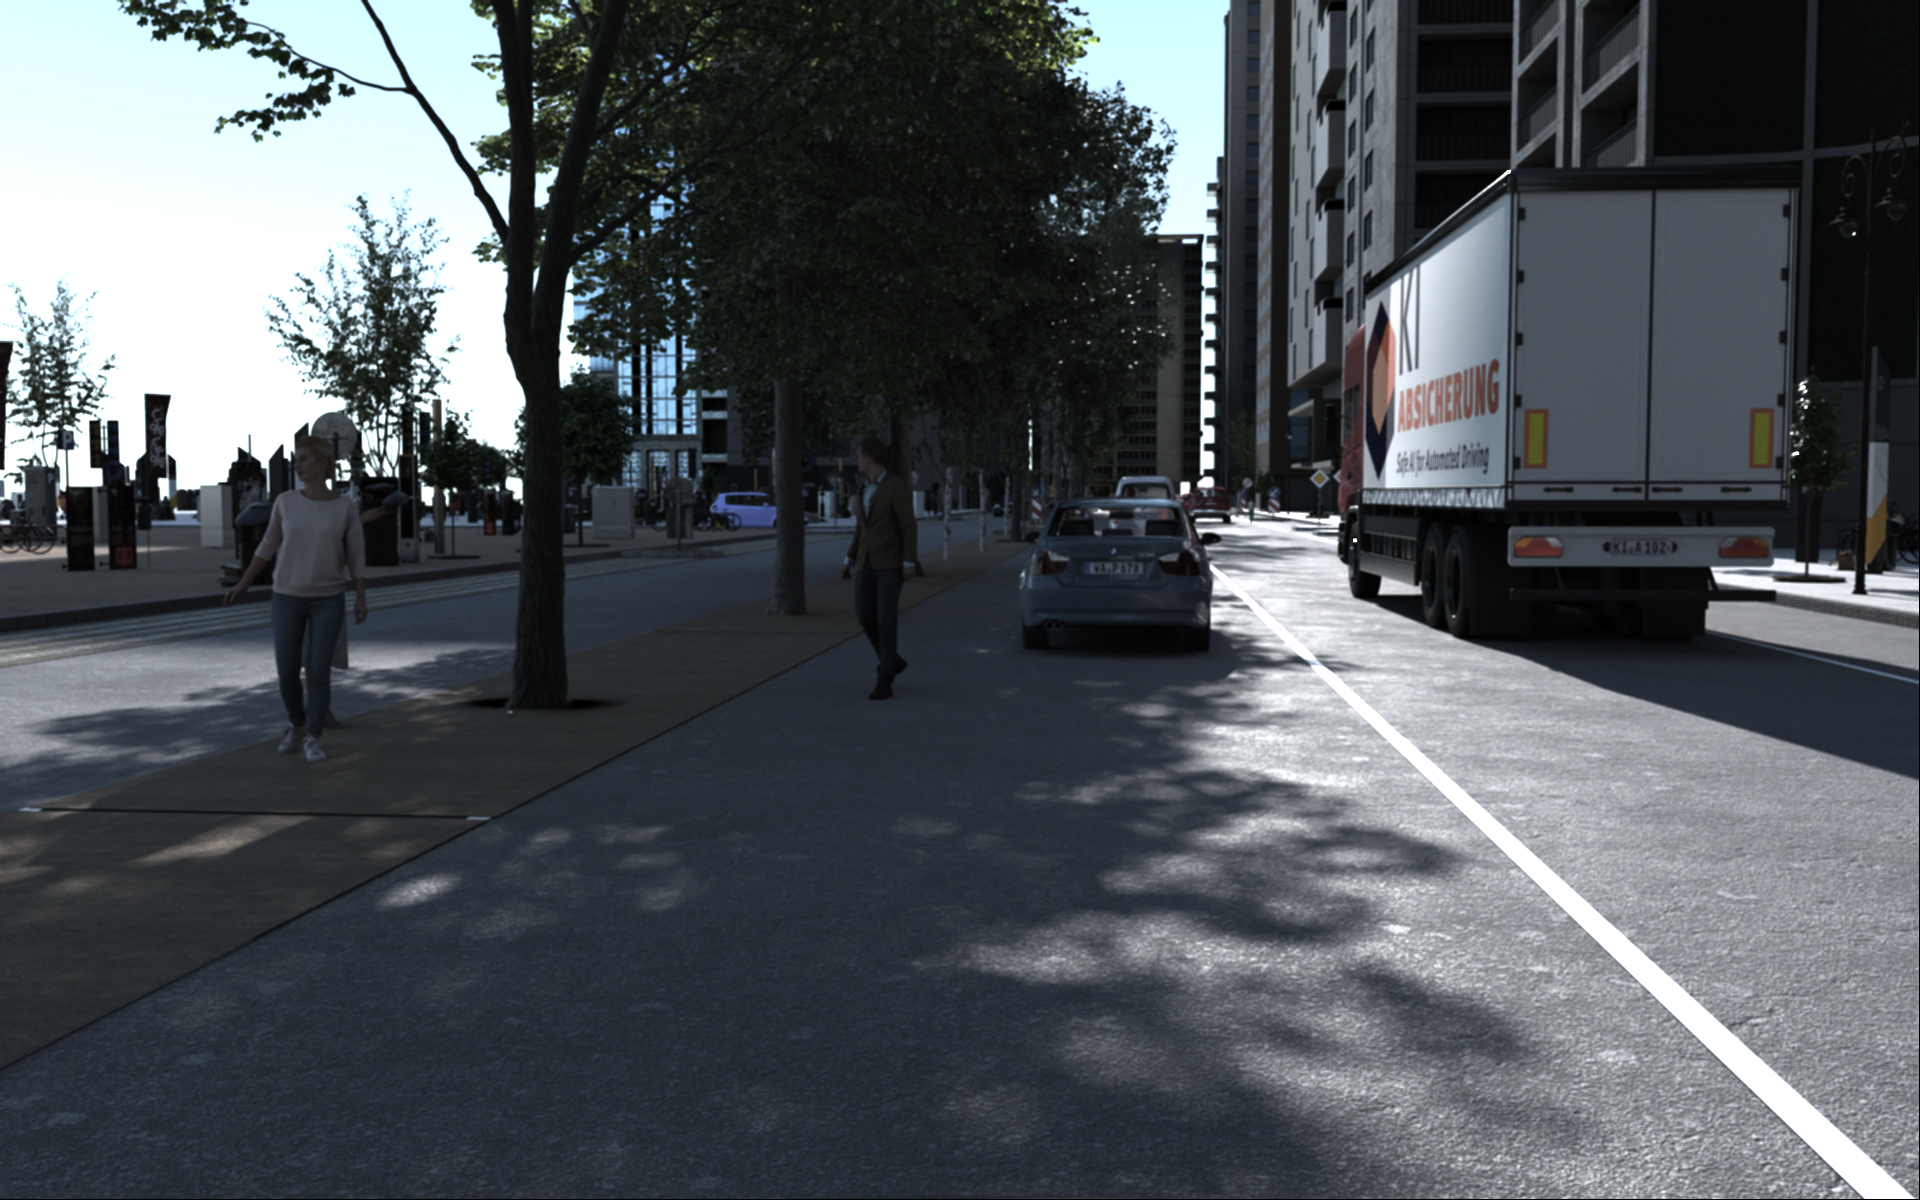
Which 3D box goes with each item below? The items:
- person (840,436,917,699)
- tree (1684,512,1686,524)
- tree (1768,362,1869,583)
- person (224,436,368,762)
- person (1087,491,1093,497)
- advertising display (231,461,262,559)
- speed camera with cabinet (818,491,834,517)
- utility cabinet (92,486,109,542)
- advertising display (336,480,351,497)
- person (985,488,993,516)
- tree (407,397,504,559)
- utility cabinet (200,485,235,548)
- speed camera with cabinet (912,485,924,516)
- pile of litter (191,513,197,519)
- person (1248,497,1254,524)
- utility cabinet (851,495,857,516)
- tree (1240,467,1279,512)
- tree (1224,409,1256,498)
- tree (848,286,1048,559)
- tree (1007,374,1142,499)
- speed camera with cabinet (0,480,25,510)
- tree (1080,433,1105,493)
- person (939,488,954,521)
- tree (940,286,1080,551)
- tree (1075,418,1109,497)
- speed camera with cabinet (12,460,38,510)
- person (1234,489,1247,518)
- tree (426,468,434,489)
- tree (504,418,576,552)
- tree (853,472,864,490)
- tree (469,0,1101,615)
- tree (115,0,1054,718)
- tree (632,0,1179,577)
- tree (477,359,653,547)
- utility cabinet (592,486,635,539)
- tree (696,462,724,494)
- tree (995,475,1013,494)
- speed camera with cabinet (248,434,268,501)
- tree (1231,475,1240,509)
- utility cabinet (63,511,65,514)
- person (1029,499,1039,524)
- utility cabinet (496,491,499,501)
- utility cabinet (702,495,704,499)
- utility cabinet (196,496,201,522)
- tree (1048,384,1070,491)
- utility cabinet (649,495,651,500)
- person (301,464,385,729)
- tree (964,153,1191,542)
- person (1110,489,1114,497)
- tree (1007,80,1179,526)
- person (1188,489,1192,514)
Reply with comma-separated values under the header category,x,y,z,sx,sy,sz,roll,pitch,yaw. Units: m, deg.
category,x,y,z,sx,sy,sz,roll,pitch,yaw
person,-0.582,-0.245,12.413,0.656,1.842,0.836,1,4,15
tree,13.198,-2.260,31.560,1.663,3.219,1.824,0,3,0
tree,12.606,-1.888,25.469,1.663,3.219,1.824,0,3,0
person,-3.589,-0.012,9.372,0.731,1.740,0.598,-1,4,-18
person,3.630,-2.292,48.566,0.523,1.515,0.503,-1,4,-13
advertising display,-14.160,-1.786,34.409,0.123,1.923,0.974,0,4,5
speed camera with cabinet,-8.224,-6.381,98.673,2.038,3.252,0.660,1,4,17
utility cabinet,-22.831,-2.298,46.246,0.318,1.500,1.173,0,4,2
advertising display,-28.918,-4.662,81.431,0.974,1.923,0.123,-3,5,-43
person,1.759,-6.384,113.053,0.728,1.800,0.709,1,4,9
tree,-10.180,-2.450,34.654,1.663,3.219,1.824,0,3,0
utility cabinet,-17.661,-1.990,41.216,1.173,1.500,0.318,3,5,43
speed camera with cabinet,-2.829,-6.616,102.507,0.660,3.252,2.038,-2,4,-30
pile of litter,-40.012,-4.734,91.371,1.176,0.858,1.719,0,4,-5
person,14.101,-4.351,83.886,0.306,1.304,0.590,1,4,17
utility cabinet,-6.115,-5.679,104.012,0.306,1.237,1.020,3,5,41
tree,22.087,-8.136,127.625,1.663,3.219,1.824,0,3,0
tree,24.469,-12.038,147.186,4.737,8.622,4.395,0,3,0
tree,-0.256,-5.194,37.737,4.360,8.622,3.978,0,3,0
tree,6.126,-9.863,98.137,8.767,10.594,7.601,0,4,6
speed camera with cabinet,-60.510,-7.094,110.317,2.038,3.252,0.660,-3,5,-41
tree,9.360,-10.958,131.986,4.737,8.622,4.395,0,3,0
person,-0.748,-5.127,92.608,0.850,1.792,0.678,1,4,14
tree,0.599,-5.505,42.828,4.737,8.622,4.395,0,3,0
tree,9.229,-10.655,127.023,4.360,8.622,3.978,0,3,0
speed camera with cabinet,-54.655,-6.565,101.670,2.038,3.252,0.660,3,4,38
person,17.039,-5.869,105.210,0.760,1.731,0.466,-1,4,-10
tree,-31.308,-7.518,106.627,4.285,4.588,4.351,0,3,0
tree,-9.223,-2.671,38.267,1.663,3.219,1.824,0,3,0
tree,-4.517,-5.636,86.748,1.663,3.219,1.824,0,3,0
tree,-2.096,-6.117,20.591,7.486,12.596,7.792,0,3,0
tree,-2.727,-5.072,11.139,9.928,11.665,9.643,0,3,0
tree,-1.024,-6.749,29.810,9.611,12.733,9.660,0,3,0
tree,-9.228,-3.589,42.398,4.285,4.588,4.351,0,3,0
utility cabinet,-9.874,-2.485,49.302,1.173,1.500,0.318,1,4,12
tree,-15.069,-6.639,103.145,1.663,3.219,1.824,0,3,0
tree,4.203,-10.800,171.174,1.663,3.219,1.824,0,3,0
speed camera with cabinet,-23.543,-3.785,56.217,0.660,3.252,2.038,2,4,35
tree,24.505,-9.558,150.875,1.663,3.219,1.824,0,3,0
utility cabinet,-55.975,-5.992,109.124,1.020,1.237,0.306,-2,4,-29
person,3.537,-4.529,82.800,0.529,1.795,0.600,3,4,38
utility cabinet,-32.676,-6.890,121.329,1.173,1.500,0.318,1,4,22
utility cabinet,-19.369,-7.270,130.028,0.306,1.237,1.020,2,4,25
utility cabinet,-35.312,-4.246,80.587,0.306,1.237,1.020,-1,4,-18
tree,1.618,-6.527,59.536,4.360,8.622,3.978,0,3,0
utility cabinet,-19.106,-5.856,106.902,1.020,1.237,0.306,-3,5,-40
person,-3.816,-0.093,10.584,0.524,1.755,0.480,-2,4,-32
tree,1.682,-8.455,51.070,12.009,13.543,11.850,0,3,0
person,12.044,-7.922,138.030,0.388,1.821,0.555,0,4,2
tree,2.539,-13.242,74.852,12.611,20.169,13.585,0,3,0
person,16.022,-6.875,121.077,0.590,1.801,0.661,2,4,30
